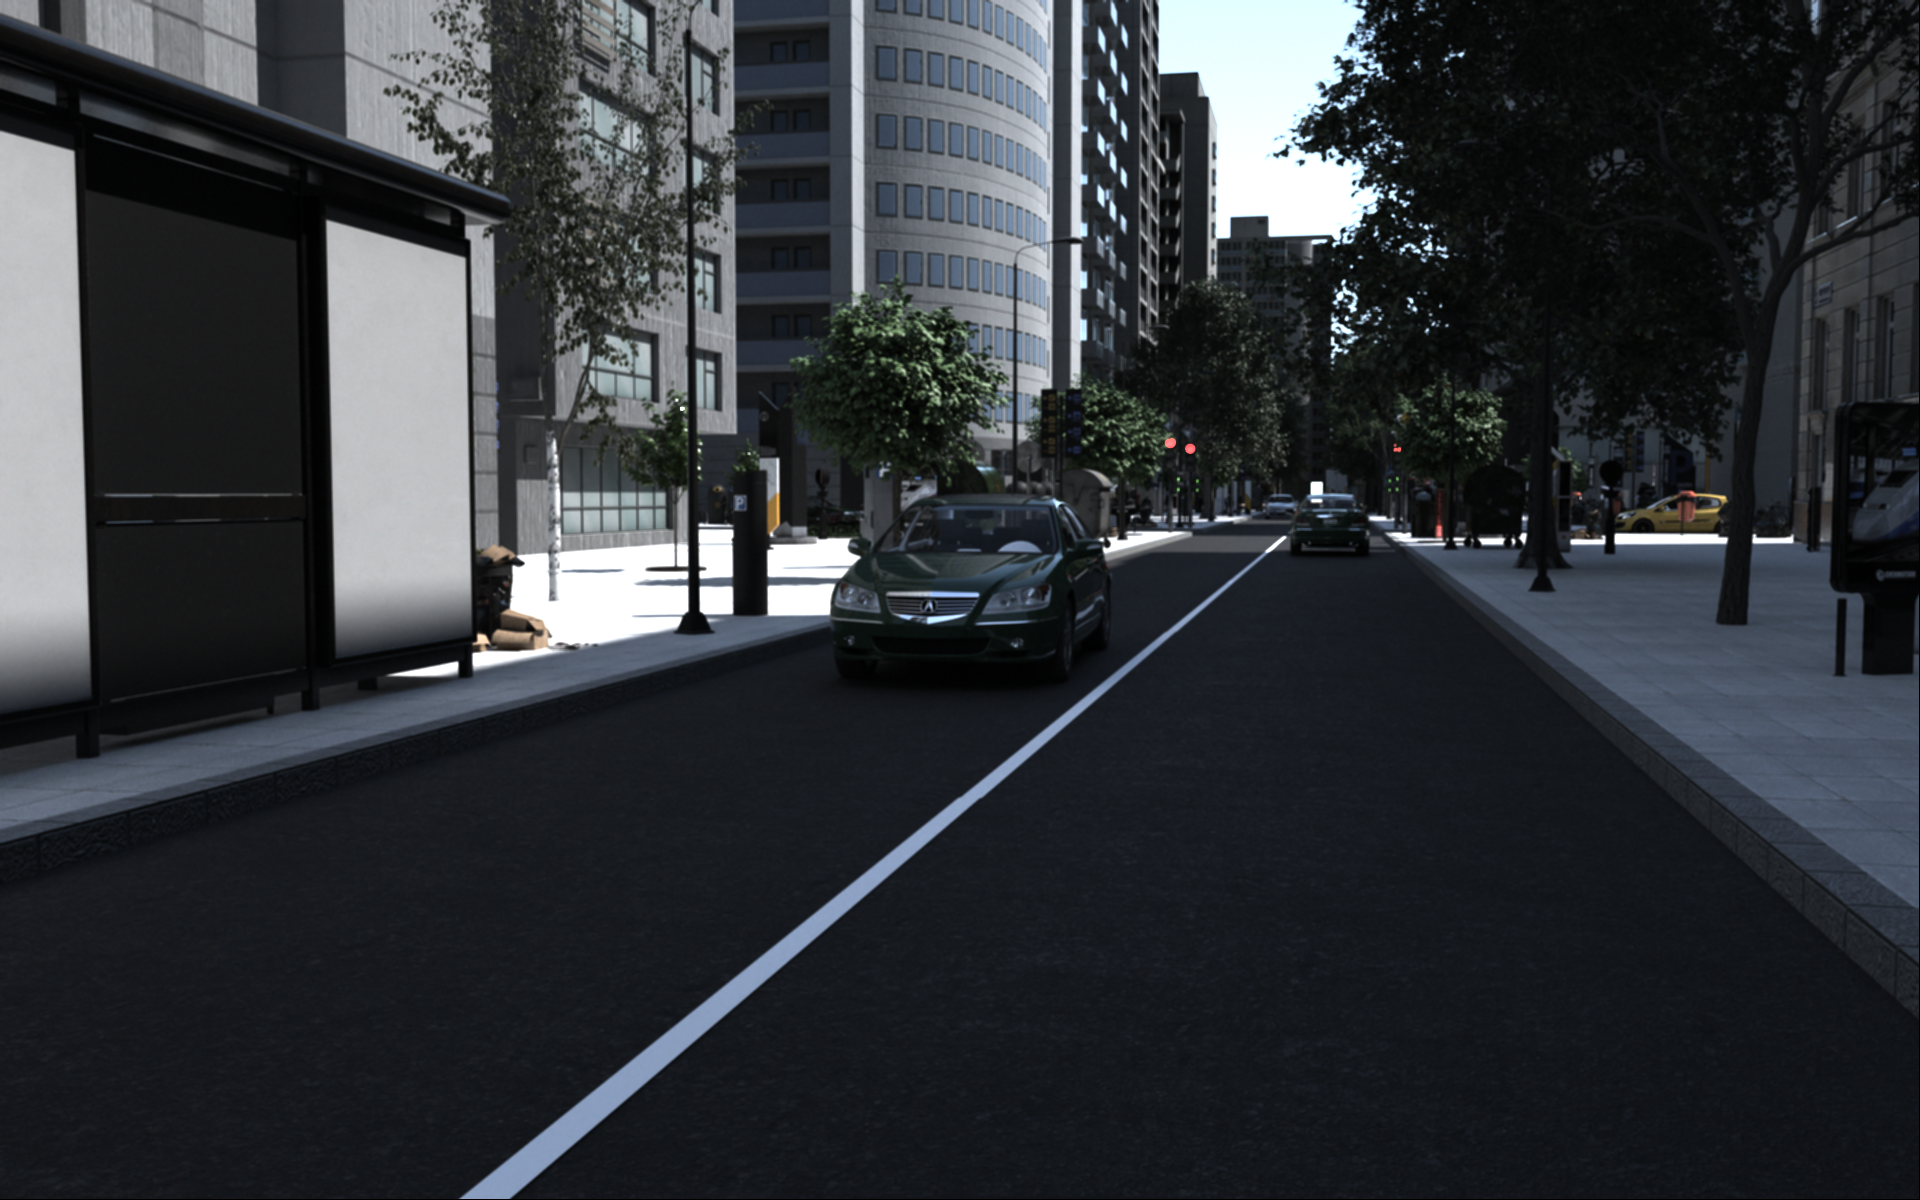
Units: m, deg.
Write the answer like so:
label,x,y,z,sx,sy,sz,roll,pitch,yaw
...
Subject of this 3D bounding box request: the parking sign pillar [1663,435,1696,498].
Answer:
label,x,y,z,sx,sy,sz,roll,pitch,yaw
parking sign pillar,31.775,-5.384,76.502,1.447,3.967,1.447,0,4,-5

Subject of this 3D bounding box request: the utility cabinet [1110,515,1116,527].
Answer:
label,x,y,z,sx,sy,sz,roll,pitch,yaw
utility cabinet,5.610,-3.419,67.058,1.020,1.237,0.306,1,4,15

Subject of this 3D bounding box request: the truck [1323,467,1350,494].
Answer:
label,x,y,z,sx,sy,sz,roll,pitch,yaw
truck,40.268,-12.010,185.284,2.839,4.237,11.283,1,4,12

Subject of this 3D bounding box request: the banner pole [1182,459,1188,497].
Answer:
label,x,y,z,sx,sy,sz,roll,pitch,yaw
banner pole,14.265,-7.304,109.438,0.863,3.779,0.401,-1,4,-22

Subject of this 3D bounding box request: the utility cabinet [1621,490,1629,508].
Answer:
label,x,y,z,sx,sy,sz,roll,pitch,yaw
utility cabinet,39.344,-5.742,102.559,0.318,1.500,1.173,1,4,12

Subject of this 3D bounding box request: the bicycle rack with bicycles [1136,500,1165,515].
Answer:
label,x,y,z,sx,sy,sz,roll,pitch,yaw
bicycle rack with bicycles,10.431,-5.648,105.721,2.852,0.926,2.925,-1,4,-23

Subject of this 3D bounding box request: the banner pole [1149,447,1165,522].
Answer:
label,x,y,z,sx,sy,sz,roll,pitch,yaw
banner pole,9.208,-5.533,80.483,0.863,3.779,0.401,2,4,26

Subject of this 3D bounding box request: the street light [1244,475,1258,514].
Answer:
label,x,y,z,sx,sy,sz,roll,pitch,yaw
street light,15.752,-7.619,97.110,1.470,5.913,1.316,1,4,12

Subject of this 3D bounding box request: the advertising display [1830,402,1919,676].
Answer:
label,x,y,z,sx,sy,sz,roll,pitch,yaw
advertising display,6.617,-0.433,12.299,0.974,1.923,0.123,-1,4,-18

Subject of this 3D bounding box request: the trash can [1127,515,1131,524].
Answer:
label,x,y,z,sx,sy,sz,roll,pitch,yaw
trash can,6.680,-3.614,70.737,0.748,1.137,0.748,0,3,0

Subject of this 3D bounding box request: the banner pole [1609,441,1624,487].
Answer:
label,x,y,z,sx,sy,sz,roll,pitch,yaw
banner pole,30.132,-5.488,79.750,0.863,3.779,0.401,3,5,43

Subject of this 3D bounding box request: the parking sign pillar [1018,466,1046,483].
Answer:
label,x,y,z,sx,sy,sz,roll,pitch,yaw
parking sign pillar,3.175,-5.414,76.986,1.447,3.967,1.447,2,4,30

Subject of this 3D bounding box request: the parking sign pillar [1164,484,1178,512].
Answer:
label,x,y,z,sx,sy,sz,roll,pitch,yaw
parking sign pillar,15.108,-8.292,124.047,1.447,3.967,1.447,2,4,27

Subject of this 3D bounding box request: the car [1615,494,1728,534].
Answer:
label,x,y,z,sx,sy,sz,roll,pitch,yaw
car,24.198,-2.951,58.471,3.980,1.641,2.015,1,4,13

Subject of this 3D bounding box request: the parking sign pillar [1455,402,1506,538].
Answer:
label,x,y,z,sx,sy,sz,roll,pitch,yaw
parking sign pillar,15.378,-3.828,51.061,1.447,3.967,1.447,1,4,12

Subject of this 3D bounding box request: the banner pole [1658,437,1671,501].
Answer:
label,x,y,z,sx,sy,sz,roll,pitch,yaw
banner pole,29.984,-5.125,73.808,0.863,3.779,0.401,-2,4,-26

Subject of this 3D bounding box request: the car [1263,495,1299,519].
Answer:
label,x,y,z,sx,sy,sz,roll,pitch,yaw
car,18.445,-5.357,99.592,2.014,1.417,4.499,1,4,10

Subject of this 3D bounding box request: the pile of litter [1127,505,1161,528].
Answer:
label,x,y,z,sx,sy,sz,roll,pitch,yaw
pile of litter,6.964,-3.152,65.500,1.719,0.858,1.176,3,4,38

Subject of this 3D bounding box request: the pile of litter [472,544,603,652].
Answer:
label,x,y,z,sx,sy,sz,roll,pitch,yaw
pile of litter,-3.926,-0.027,14.400,1.719,0.858,1.176,1,4,10

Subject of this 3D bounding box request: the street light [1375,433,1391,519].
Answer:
label,x,y,z,sx,sy,sz,roll,pitch,yaw
street light,14.280,-5.098,55.900,1.470,5.913,1.316,1,4,12

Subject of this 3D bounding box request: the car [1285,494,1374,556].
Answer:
label,x,y,z,sx,sy,sz,roll,pitch,yaw
car,8.915,-1.835,41.804,2.131,1.459,4.920,1,4,11

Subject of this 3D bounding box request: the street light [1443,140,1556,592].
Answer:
label,x,y,z,sx,sy,sz,roll,pitch,yaw
street light,7.162,-3.075,22.824,1.470,5.913,1.316,1,4,12

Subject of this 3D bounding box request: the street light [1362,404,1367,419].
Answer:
label,x,y,z,sx,sy,sz,roll,pitch,yaw
street light,21.444,-7.100,88.620,1.470,5.913,1.316,1,4,12

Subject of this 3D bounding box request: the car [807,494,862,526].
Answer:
label,x,y,z,sx,sy,sz,roll,pitch,yaw
car,-5.661,-3.362,64.757,4.222,1.686,2.009,1,4,11

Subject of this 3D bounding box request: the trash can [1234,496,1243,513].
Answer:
label,x,y,z,sx,sy,sz,roll,pitch,yaw
trash can,18.892,-6.507,118.039,0.748,1.137,0.748,0,3,0

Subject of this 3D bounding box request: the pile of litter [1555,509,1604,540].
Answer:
label,x,y,z,sx,sy,sz,roll,pitch,yaw
pile of litter,17.765,-2.160,49.286,1.176,0.858,1.719,2,4,32

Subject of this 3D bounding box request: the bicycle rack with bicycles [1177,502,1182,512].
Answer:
label,x,y,z,sx,sy,sz,roll,pitch,yaw
bicycle rack with bicycles,15.765,-6.961,127.191,2.925,0.926,2.852,-2,4,-25

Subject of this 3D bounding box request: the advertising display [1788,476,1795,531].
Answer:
label,x,y,z,sx,sy,sz,roll,pitch,yaw
advertising display,29.341,-3.419,61.115,0.123,1.923,0.974,1,4,21

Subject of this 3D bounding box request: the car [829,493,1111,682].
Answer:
label,x,y,z,sx,sy,sz,roll,pitch,yaw
car,0.226,-0.187,14.853,2.131,1.459,4.920,1,4,11

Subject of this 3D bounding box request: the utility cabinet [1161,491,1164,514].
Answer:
label,x,y,z,sx,sy,sz,roll,pitch,yaw
utility cabinet,12.437,-6.057,107.715,0.318,1.500,1.173,1,4,16

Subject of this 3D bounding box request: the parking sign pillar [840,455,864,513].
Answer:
label,x,y,z,sx,sy,sz,roll,pitch,yaw
parking sign pillar,-4.255,-5.067,71.316,1.447,3.967,1.447,0,4,7

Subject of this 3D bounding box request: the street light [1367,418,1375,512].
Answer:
label,x,y,z,sx,sy,sz,roll,pitch,yaw
street light,17.930,-6.130,72.759,1.470,5.913,1.316,1,4,12

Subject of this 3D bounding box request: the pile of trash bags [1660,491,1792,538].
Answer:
label,x,y,z,sx,sy,sz,roll,pitch,yaw
pile of trash bags,23.200,-2.586,52.040,1.912,1.369,3.447,-3,5,-43

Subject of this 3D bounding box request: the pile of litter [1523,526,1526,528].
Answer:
label,x,y,z,sx,sy,sz,roll,pitch,yaw
pile of litter,22.296,-3.187,66.078,1.719,0.858,1.176,2,4,30

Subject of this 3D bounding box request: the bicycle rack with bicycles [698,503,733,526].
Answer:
label,x,y,z,sx,sy,sz,roll,pitch,yaw
bicycle rack with bicycles,-9.926,-3.521,70.947,2.852,0.926,2.925,0,4,2

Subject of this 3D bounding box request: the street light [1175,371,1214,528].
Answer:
label,x,y,z,sx,sy,sz,roll,pitch,yaw
street light,8.855,-5.676,65.337,1.470,5.913,1.316,1,4,12

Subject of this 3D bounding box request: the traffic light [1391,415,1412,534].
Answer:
label,x,y,z,sx,sy,sz,roll,pitch,yaw
traffic light,14.360,-4.096,55.895,0.839,4.253,0.868,1,4,12

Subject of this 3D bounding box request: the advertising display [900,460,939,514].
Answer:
label,x,y,z,sx,sy,sz,roll,pitch,yaw
advertising display,-0.882,-1.675,32.600,0.974,1.923,0.123,-1,4,-12

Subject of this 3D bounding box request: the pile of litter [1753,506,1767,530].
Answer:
label,x,y,z,sx,sy,sz,roll,pitch,yaw
pile of litter,30.515,-3.132,65.174,1.176,0.858,1.719,1,4,13

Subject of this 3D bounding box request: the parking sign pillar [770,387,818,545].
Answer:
label,x,y,z,sx,sy,sz,roll,pitch,yaw
parking sign pillar,-4.373,-3.419,44.369,1.447,3.967,1.447,-2,4,-29

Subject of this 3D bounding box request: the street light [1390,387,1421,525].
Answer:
label,x,y,z,sx,sy,sz,roll,pitch,yaw
street light,10.792,-4.120,39.899,1.470,5.913,1.316,1,4,12

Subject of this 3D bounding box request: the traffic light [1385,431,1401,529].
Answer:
label,x,y,z,sx,sy,sz,roll,pitch,yaw
traffic light,16.056,-4.574,63.698,0.839,4.253,0.868,1,4,12

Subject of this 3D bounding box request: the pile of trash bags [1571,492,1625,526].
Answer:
label,x,y,z,sx,sy,sz,roll,pitch,yaw
pile of trash bags,25.985,-3.691,70.101,1.912,1.369,3.447,0,4,-1

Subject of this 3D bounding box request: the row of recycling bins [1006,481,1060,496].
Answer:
label,x,y,z,sx,sy,sz,roll,pitch,yaw
row of recycling bins,2.548,-3.049,56.958,1.069,1.692,3.534,2,4,27

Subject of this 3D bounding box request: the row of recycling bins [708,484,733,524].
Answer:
label,x,y,z,sx,sy,sz,roll,pitch,yaw
row of recycling bins,-9.059,-4.045,73.256,3.534,1.692,1.069,1,4,20

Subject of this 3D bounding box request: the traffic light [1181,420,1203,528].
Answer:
label,x,y,z,sx,sy,sz,roll,pitch,yaw
traffic light,8.712,-4.670,65.272,0.839,4.253,0.868,1,4,12

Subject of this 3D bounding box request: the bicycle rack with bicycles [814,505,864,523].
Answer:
label,x,y,z,sx,sy,sz,roll,pitch,yaw
bicycle rack with bicycles,-3.170,-2.789,58.982,2.925,0.926,2.852,3,5,43

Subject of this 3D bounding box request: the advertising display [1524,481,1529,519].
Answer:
label,x,y,z,sx,sy,sz,roll,pitch,yaw
advertising display,28.971,-5.032,87.489,0.974,1.923,0.123,-1,4,-13

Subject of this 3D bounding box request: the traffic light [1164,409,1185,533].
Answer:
label,x,y,z,sx,sy,sz,roll,pitch,yaw
traffic light,7.016,-4.193,57.469,0.839,4.253,0.868,1,4,12

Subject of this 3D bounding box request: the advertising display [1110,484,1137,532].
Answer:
label,x,y,z,sx,sy,sz,roll,pitch,yaw
advertising display,5.410,-3.220,57.859,0.974,1.923,0.123,0,4,-1

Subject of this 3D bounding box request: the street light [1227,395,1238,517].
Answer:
label,x,y,z,sx,sy,sz,roll,pitch,yaw
street light,12.351,-6.647,81.223,1.470,5.913,1.316,1,4,12

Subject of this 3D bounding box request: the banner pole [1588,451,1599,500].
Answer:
label,x,y,z,sx,sy,sz,roll,pitch,yaw
banner pole,36.924,-6.785,100.951,0.401,3.779,0.863,-2,4,-33

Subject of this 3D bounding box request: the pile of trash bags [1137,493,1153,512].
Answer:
label,x,y,z,sx,sy,sz,roll,pitch,yaw
pile of trash bags,12.528,-6.853,121.803,1.912,1.369,3.447,0,4,1

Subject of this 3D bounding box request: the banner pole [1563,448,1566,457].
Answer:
label,x,y,z,sx,sy,sz,roll,pitch,yaw
banner pole,32.538,-6.325,93.438,0.401,3.779,0.863,2,4,26
